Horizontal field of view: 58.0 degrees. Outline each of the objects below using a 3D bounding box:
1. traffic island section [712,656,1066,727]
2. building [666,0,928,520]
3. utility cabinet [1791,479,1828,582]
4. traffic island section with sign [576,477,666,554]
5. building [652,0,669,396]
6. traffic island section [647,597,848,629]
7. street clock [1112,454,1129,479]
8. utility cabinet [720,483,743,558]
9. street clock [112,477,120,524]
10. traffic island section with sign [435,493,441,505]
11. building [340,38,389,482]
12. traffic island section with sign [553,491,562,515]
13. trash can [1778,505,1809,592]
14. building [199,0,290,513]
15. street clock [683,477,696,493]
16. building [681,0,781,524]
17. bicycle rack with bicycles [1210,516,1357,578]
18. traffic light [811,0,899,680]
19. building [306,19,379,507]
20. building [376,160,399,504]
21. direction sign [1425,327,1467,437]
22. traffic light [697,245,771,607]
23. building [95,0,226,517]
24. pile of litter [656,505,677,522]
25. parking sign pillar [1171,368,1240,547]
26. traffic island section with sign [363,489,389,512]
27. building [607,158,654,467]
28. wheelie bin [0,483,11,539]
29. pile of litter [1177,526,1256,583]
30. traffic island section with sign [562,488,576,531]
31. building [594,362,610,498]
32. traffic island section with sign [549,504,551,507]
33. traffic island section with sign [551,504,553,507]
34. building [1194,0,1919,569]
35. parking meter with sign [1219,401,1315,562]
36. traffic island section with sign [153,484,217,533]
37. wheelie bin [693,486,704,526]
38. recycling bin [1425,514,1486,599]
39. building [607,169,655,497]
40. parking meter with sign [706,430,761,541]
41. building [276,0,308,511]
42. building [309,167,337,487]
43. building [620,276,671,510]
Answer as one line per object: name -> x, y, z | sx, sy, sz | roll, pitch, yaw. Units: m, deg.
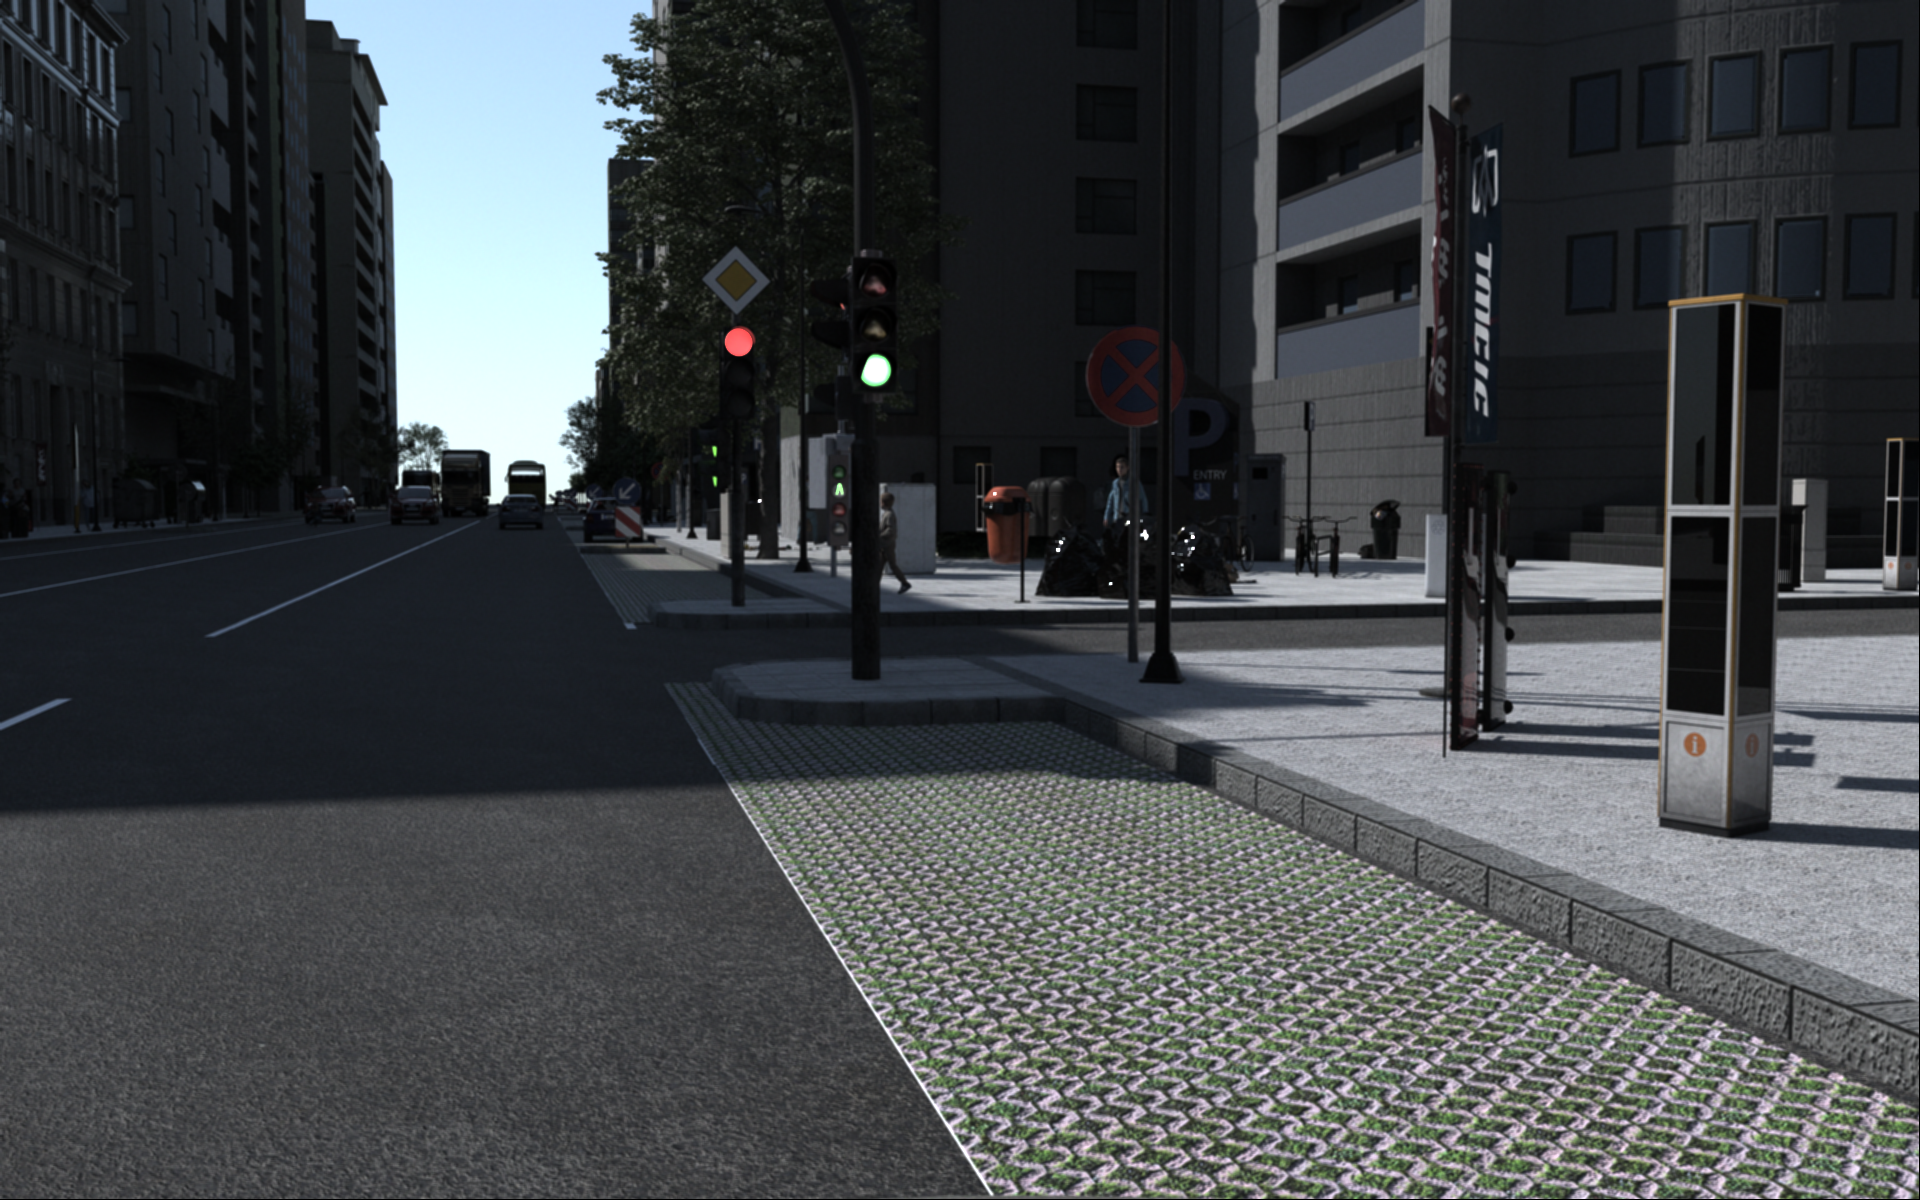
traffic island section -> -0.643, 0.625, 12.061 | 2.009, 0.180, 2.903 | -1, 4, -14
building -> -10.539, -20.317, 103.877 | 14.160, 30.474, 14.107 | -1, 4, -14
utility cabinet -> 12.533, -1.032, 25.553 | 0.318, 1.500, 1.173 | 1, 4, 17
traffic island section with sign -> -8.212, -2.042, 42.011 | 1.989, 1.847, 2.006 | -1, 4, -14
building -> -7.829, -32.813, 125.735 | 28.713, 52.752, 27.495 | -1, 4, -14
traffic island section -> -2.515, 0.150, 19.824 | 2.009, 0.180, 2.903 | -1, 4, -14
street clock -> 2.967, -1.626, 31.156 | 0.358, 2.002, 0.471 | -2, 4, -35
utility cabinet -> -4.558, -1.590, 34.671 | 0.318, 1.500, 1.173 | -1, 4, -15
street clock -> -36.196, -4.266, 74.321 | 0.358, 2.002, 0.471 | -1, 4, -16
traffic island section with sign -> -66.379, -12.930, 220.034 | 1.989, 1.847, 2.006 | -1, 4, -14
building -> -82.623, -37.539, 203.002 | 28.713, 52.752, 27.495 | -1, 4, -14
traffic island section with sign -> -26.268, -6.619, 116.840 | 1.989, 1.847, 2.006 | -1, 4, -14
trash can -> 10.757, -0.683, 22.822 | 0.748, 1.137, 0.748 | 0, 3, 0
building -> -55.229, -26.671, 119.662 | 14.154, 41.232, 14.086 | -1, 4, -14
street clock -> -11.076, -4.055, 70.875 | 0.471, 2.002, 0.358 | 1, 4, 17
building -> 3.193, -23.914, 82.874 | 32.217, 40.220, 23.993 | -1, 4, -14
bicycle rack with bicycles -> 5.139, -0.889, 27.924 | 2.852, 0.926, 2.925 | 1, 4, 21
traffic light -> -2.697, -2.241, 11.310 | 4.771, 5.953, 1.251 | -1, 4, -14
building -> -73.037, -34.039, 180.232 | 21.300, 48.544, 21.600 | -1, 4, -14
building -> -81.126, -35.161, 224.991 | 14.600, 45.320, 14.200 | -1, 4, -14
direction sign -> 6.751, -1.926, 23.495 | 0.876, 3.537, 0.379 | 1, 4, 8
traffic light -> -2.556, -1.883, 19.701 | 0.839, 4.253, 0.868 | -1, 4, -14
building -> -57.419, -31.083, 97.440 | 28.713, 52.752, 27.495 | -1, 4, -14
pile of litter -> -13.403, -4.009, 79.509 | 1.176, 0.858, 1.719 | 1, 4, 10
parking sign pillar -> 4.978, -2.854, 35.142 | 1.447, 3.967, 1.447 | 2, 4, 26
traffic island section with sign -> -46.949, -7.999, 139.411 | 1.989, 1.847, 2.006 | -1, 4, -14
building -> -36.433, -32.493, 214.852 | 14.154, 41.232, 14.086 | -1, 4, -14
wheelie bin -> -27.343, -2.513, 49.001 | 0.980, 1.594, 0.693 | 0, 4, -5
pile of litter -> 3.493, -0.671, 24.943 | 1.719, 0.858, 1.176 | 0, 4, -7
traffic island section with sign -> -14.534, -3.645, 68.218 | 1.989, 1.847, 2.006 | -1, 4, -14
building -> -35.632, -24.046, 238.196 | 27.650, 21.520, 28.899 | -1, 4, -14
traffic island section with sign -> -45.541, -11.507, 196.769 | 1.989, 1.847, 2.006 | -1, 4, -14
traffic island section with sign -> -32.617, -8.233, 143.233 | 1.989, 1.847, 2.006 | -1, 4, -14
building -> 21.928, -30.431, 39.543 | 28.212, 58.520, 21.231 | -1, 4, -14
parking meter with sign -> 5.841, -2.253, 33.092 | 1.738, 3.016, 0.543 | 1, 4, 23
traffic island section with sign -> -28.946, -3.433, 64.765 | 1.989, 1.847, 2.006 | -1, 4, -14
wheelie bin -> -10.499, -3.718, 68.698 | 0.693, 1.594, 0.980 | -1, 4, -9
recycling bin -> 6.252, -0.548, 21.518 | 0.722, 1.027, 0.722 | 3, 4, 36
building -> -24.050, -30.965, 198.152 | 32.217, 40.220, 23.993 | -1, 4, -14
parking meter with sign -> -6.247, -3.157, 47.873 | 1.738, 3.016, 0.543 | 2, 4, 30
building -> -58.238, -29.555, 133.334 | 14.600, 45.320, 14.200 | -1, 4, -14
building -> -61.596, -22.995, 147.670 | 14.160, 30.474, 14.107 | -1, 4, -14
building -> -15.544, -18.926, 154.480 | 27.650, 21.520, 28.899 | -1, 4, -14
